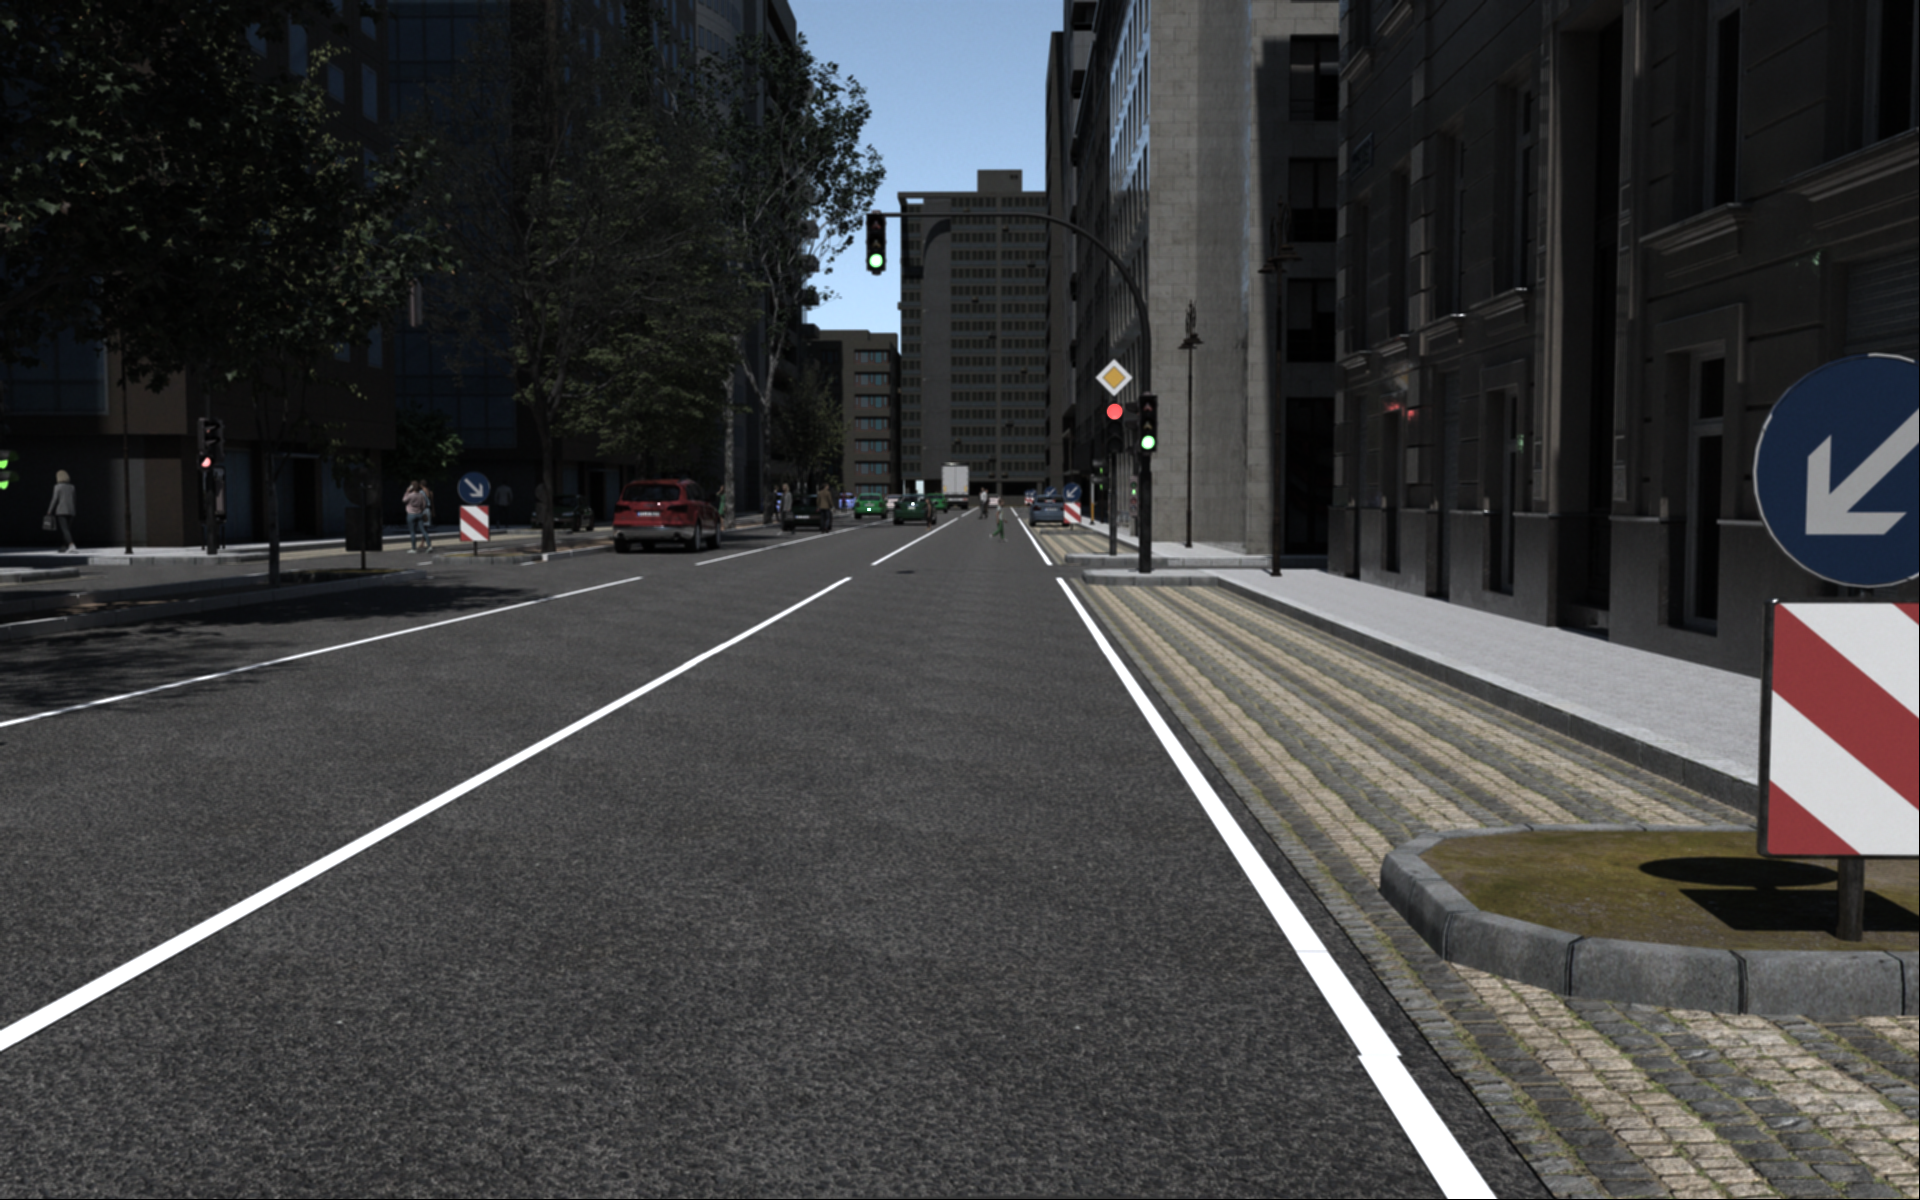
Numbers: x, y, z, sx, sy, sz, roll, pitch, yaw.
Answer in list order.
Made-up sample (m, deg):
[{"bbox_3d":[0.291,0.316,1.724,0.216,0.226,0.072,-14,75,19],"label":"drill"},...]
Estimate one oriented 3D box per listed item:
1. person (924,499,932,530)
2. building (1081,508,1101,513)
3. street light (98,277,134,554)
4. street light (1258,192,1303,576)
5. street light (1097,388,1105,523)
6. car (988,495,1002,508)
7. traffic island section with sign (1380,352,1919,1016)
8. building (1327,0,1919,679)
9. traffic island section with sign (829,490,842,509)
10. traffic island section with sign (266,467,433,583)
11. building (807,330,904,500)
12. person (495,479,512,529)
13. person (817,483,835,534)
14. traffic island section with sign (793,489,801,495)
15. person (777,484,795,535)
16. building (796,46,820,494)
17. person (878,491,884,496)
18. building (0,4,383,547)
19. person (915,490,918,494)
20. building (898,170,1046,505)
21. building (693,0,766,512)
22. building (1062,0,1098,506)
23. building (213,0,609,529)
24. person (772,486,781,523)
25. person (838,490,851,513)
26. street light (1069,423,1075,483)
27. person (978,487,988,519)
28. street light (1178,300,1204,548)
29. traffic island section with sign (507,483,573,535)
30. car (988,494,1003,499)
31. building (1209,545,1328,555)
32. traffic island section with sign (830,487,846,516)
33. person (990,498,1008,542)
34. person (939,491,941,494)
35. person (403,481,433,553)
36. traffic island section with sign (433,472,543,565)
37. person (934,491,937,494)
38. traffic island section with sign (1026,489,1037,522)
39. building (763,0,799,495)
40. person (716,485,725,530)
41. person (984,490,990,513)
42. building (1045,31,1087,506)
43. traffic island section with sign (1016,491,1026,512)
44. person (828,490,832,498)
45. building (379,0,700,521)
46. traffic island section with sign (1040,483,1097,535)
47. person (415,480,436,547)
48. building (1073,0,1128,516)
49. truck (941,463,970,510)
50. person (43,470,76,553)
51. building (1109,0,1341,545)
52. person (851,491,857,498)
[{"bbox_3d":[-1.277,-3.379,68.413,0.373,1.253,0.362,-1,4,-23],"label":"person"},{"bbox_3d":[24.072,-26.506,125.262,32.217,40.220,23.993,0,4,1],"label":"building"},{"bbox_3d":[-17.812,-3.924,36.943,0.468,5.910,1.993,0,4,1],"label":"street light"},{"bbox_3d":[4.943,-3.309,26.895,0.468,5.910,1.993,0,4,1],"label":"street light"},{"bbox_3d":[6.228,-6.293,75.685,0.468,5.910,1.993,0,4,1],"label":"street light"},{"bbox_3d":[3.154,-9.587,169.103,2.083,1.381,4.827,0,4,1],"label":"car"},{"bbox_3d":[2.479,0.181,5.665,1.989,1.847,2.006,0,4,1],"label":"traffic island section with sign"},{"bbox_3d":[11.275,-13.310,14.880,12.463,27.353,25.104,0,4,1],"label":"building"},{"bbox_3d":[-12.327,-9.647,166.349,1.989,1.847,2.006,0,4,1],"label":"traffic island section with sign"},{"bbox_3d":[-10.119,-1.258,28.707,2.006,1.907,1.989,0,4,1],"label":"traffic island section with sign"},{"bbox_3d":[-21.999,-22.271,209.168,28.899,21.520,27.650,0,4,1],"label":"building"},{"bbox_3d":[-16.967,-3.577,64.371,0.661,1.843,0.795,0,4,1],"label":"person"},{"bbox_3d":[-4.879,-3.340,63.023,0.656,1.842,0.836,0,4,-7],"label":"person"},{"bbox_3d":[-13.009,-7.932,138.320,1.989,1.847,2.006,0,4,1],"label":"traffic island section with sign"},{"bbox_3d":[-6.060,-3.196,60.945,0.728,1.800,0.709,-3,5,-45],"label":"person"},{"bbox_3d":[-30.047,-34.071,176.674,30.456,49.044,23.786,0,4,1],"label":"building"},{"bbox_3d":[-8.976,-11.319,194.090,0.750,1.759,0.617,-3,5,-44],"label":"person"},{"bbox_3d":[-25.024,-24.277,47.036,14.600,45.320,14.200,0,4,1],"label":"building"},{"bbox_3d":[-4.065,-9.429,162.742,0.705,1.814,1.350,2,4,27],"label":"person"},{"bbox_3d":[4.742,-31.701,210.198,23.993,40.220,32.217,0,4,1],"label":"building"},{"bbox_3d":[-26.613,-35.712,125.886,21.231,58.520,28.212,0,4,1],"label":"building"},{"bbox_3d":[22.818,-34.345,150.780,28.713,52.752,27.495,0,4,1],"label":"building"},{"bbox_3d":[-22.905,-26.080,76.520,14.600,45.320,14.200,0,4,1],"label":"building"},{"bbox_3d":[-9.099,-4.726,85.545,0.755,1.850,0.659,-1,4,-10],"label":"person"},{"bbox_3d":[-8.801,-7.434,130.721,1.217,1.739,0.721,1,4,22],"label":"person"},{"bbox_3d":[7.142,-8.436,110.720,0.468,5.910,1.993,0,4,1],"label":"street light"},{"bbox_3d":[1.310,-5.585,99.922,0.850,1.850,0.679,-3,5,-41],"label":"person"},{"bbox_3d":[5.486,-4.192,41.334,0.468,5.910,1.993,0,4,1],"label":"street light"},{"bbox_3d":[-14.889,-3.244,61.661,1.989,1.847,2.006,0,4,1],"label":"traffic island section with sign"},{"bbox_3d":[3.458,-10.330,180.700,2.131,1.459,4.920,0,4,3],"label":"car"},{"bbox_3d":[14.561,-11.381,40.832,16.860,20.320,10.420,0,4,1],"label":"building"},{"bbox_3d":[-8.109,-6.305,111.229,2.006,1.907,1.989,0,4,1],"label":"traffic island section with sign"},{"bbox_3d":[1.167,-2.415,52.235,0.590,1.304,0.306,-1,4,-15],"label":"person"},{"bbox_3d":[-2.039,-10.268,177.207,1.217,1.723,0.721,-1,4,-10],"label":"person"},{"bbox_3d":[-13.158,-2.019,42.106,0.643,1.750,0.593,3,4,36],"label":"person"},{"bbox_3d":[-9.929,-1.711,36.112,2.006,1.907,1.989,0,4,1],"label":"traffic island section with sign"},{"bbox_3d":[-2.355,-10.046,173.531,0.721,1.735,1.217,1,4,21],"label":"person"},{"bbox_3d":[4.499,-4.877,88.368,1.989,1.847,2.006,0,4,1],"label":"traffic island section with sign"},{"bbox_3d":[-26.076,-32.289,151.622,21.300,48.544,21.600,0,4,1],"label":"building"},{"bbox_3d":[-9.272,-3.629,68.078,0.529,1.795,0.600,-2,4,-34],"label":"person"},{"bbox_3d":[1.998,-7.284,128.151,0.434,1.755,0.990,-1,4,-13],"label":"person"},{"bbox_3d":[19.569,-33.749,175.497,21.300,48.544,21.600,0,4,1],"label":"building"},{"bbox_3d":[5.692,-7.921,138.139,1.989,1.847,2.006,0,4,1],"label":"traffic island section with sign"},{"bbox_3d":[-10.323,-7.696,135.046,0.721,1.735,1.217,2,4,28],"label":"person"},{"bbox_3d":[-23.096,-27.436,98.690,14.600,45.320,14.200,0,4,1],"label":"building"},{"bbox_3d":[3.836,-3.229,61.421,1.989,1.847,2.006,0,4,1],"label":"traffic island section with sign"},{"bbox_3d":[-14.172,-2.286,45.974,0.616,1.811,0.778,-3,5,-43],"label":"person"},{"bbox_3d":[14.059,-18.644,98.334,14.314,27.812,24.014,0,4,1],"label":"building"},{"bbox_3d":[-0.431,-10.628,162.683,2.839,4.237,11.283,0,3,0],"label":"truck"},{"bbox_3d":[-19.546,-1.924,37.688,0.728,1.800,0.709,2,4,28],"label":"person"},{"bbox_3d":[10.408,-12.193,54.105,10.420,20.320,16.860,0,4,1],"label":"building"},{"bbox_3d":[-11.440,-10.630,183.011,1.217,1.736,0.721,-1,4,-10],"label":"person"}]
